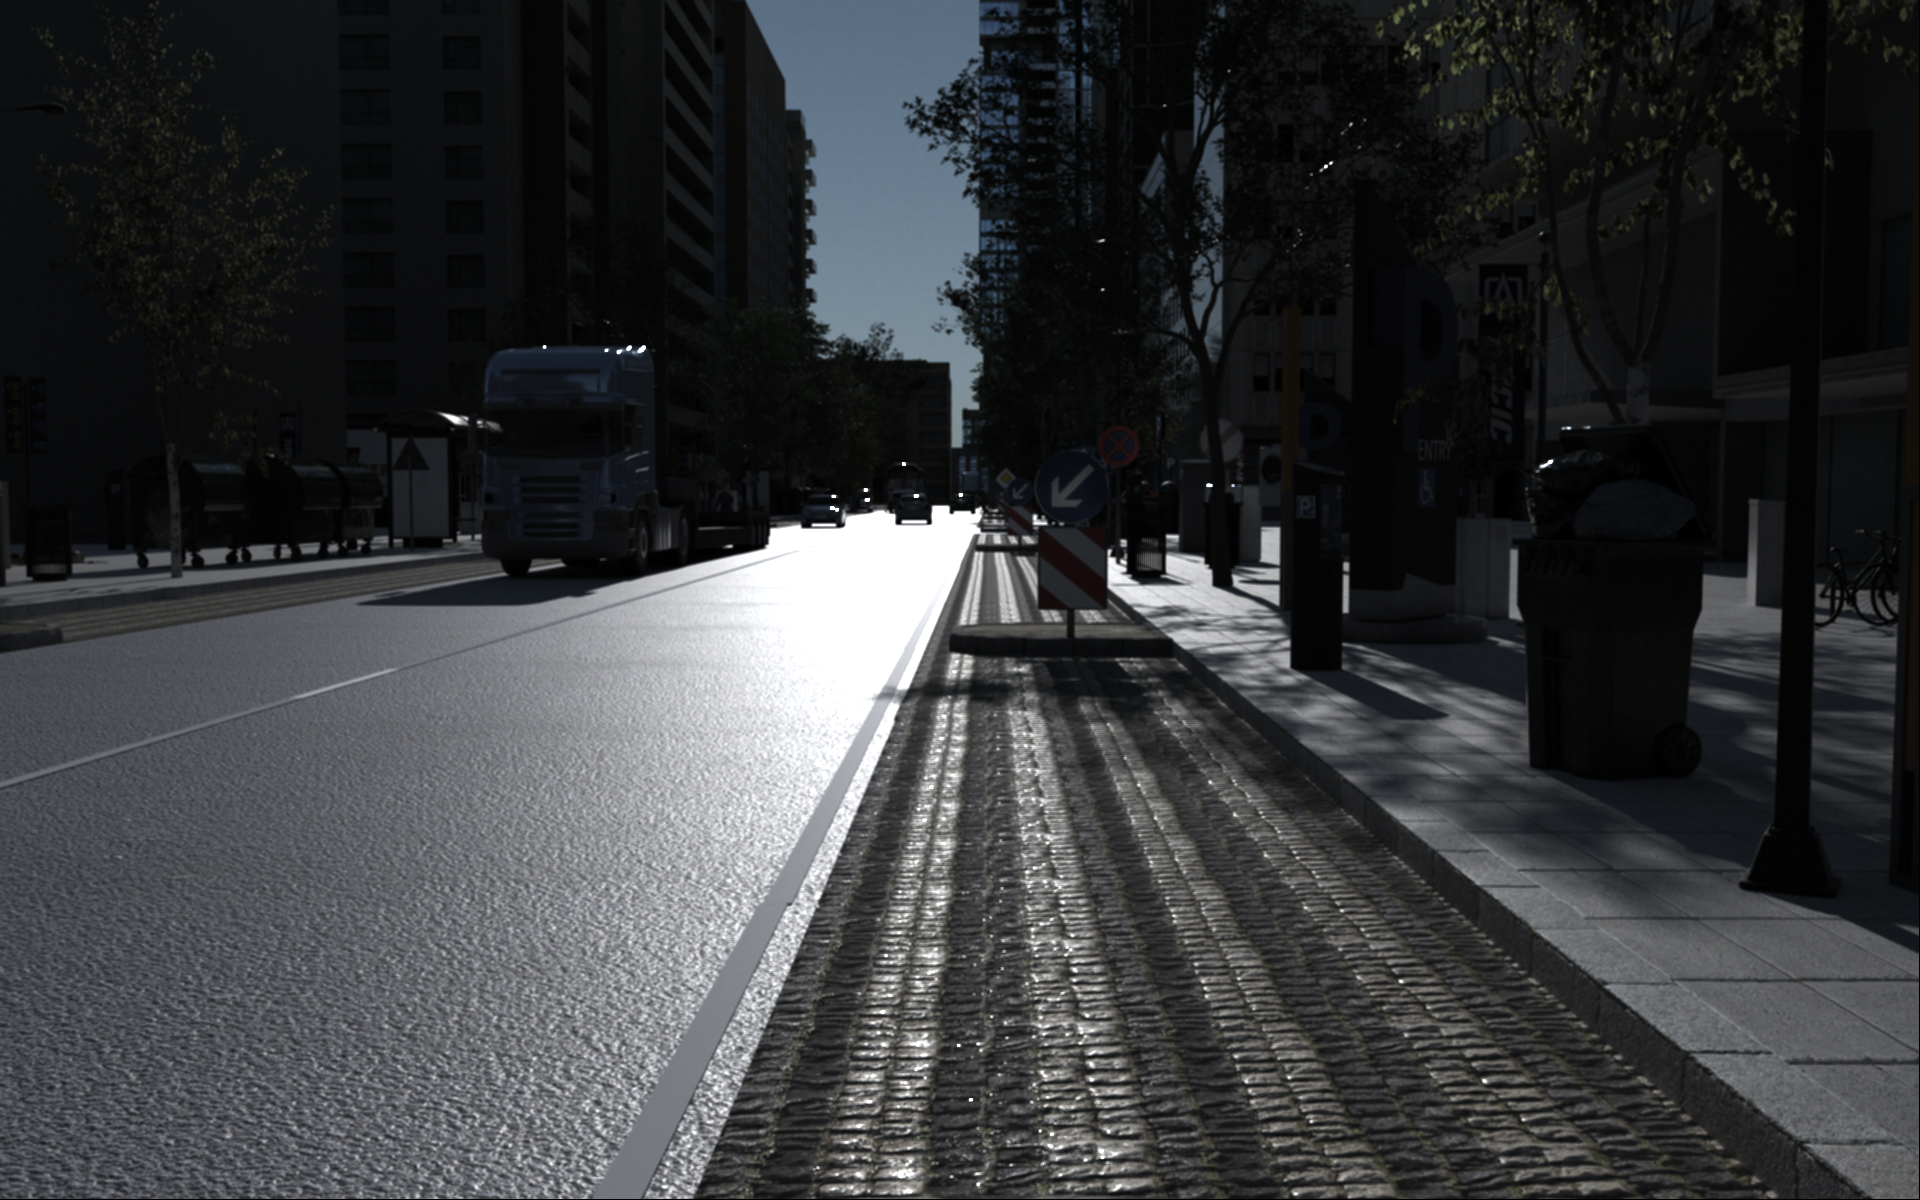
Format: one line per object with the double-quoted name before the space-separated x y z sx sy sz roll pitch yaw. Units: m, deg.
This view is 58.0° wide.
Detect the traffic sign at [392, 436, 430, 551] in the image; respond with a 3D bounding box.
"traffic sign" -12.256 -2.364 38.663 0.884 2.594 0.081 1 4 8

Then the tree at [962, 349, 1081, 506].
"tree" 5.034 -14.122 137.556 9.857 13.997 8.962 0 3 0

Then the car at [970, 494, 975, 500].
"car" 0.982 -10.823 186.749 2.009 1.686 4.222 0 4 3

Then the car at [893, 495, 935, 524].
"car" -2.207 -4.348 83.085 2.014 1.417 4.499 0 4 0

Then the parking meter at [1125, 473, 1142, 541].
"parking meter" 4.708 -2.521 46.934 0.399 1.863 0.255 -2 4 -29

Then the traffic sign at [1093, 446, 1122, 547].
"traffic sign" 3.600 -2.555 41.878 0.768 2.556 0.104 1 4 11

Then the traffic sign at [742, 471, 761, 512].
"traffic sign" -8.900 -4.299 73.933 0.795 2.450 0.064 0 4 1

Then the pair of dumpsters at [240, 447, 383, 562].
"pair of dumpsters" -13.023 -1.965 34.618 1.574 2.255 4.437 0 4 1

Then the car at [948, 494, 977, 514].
"car" 0.169 -6.947 125.380 2.131 1.459 4.920 0 4 2

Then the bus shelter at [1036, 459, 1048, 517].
"bus shelter" 5.190 -6.079 93.310 2.014 3.302 5.546 0 4 1

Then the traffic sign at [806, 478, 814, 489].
"traffic sign" -11.820 -8.312 136.006 0.768 2.556 0.104 0 4 1

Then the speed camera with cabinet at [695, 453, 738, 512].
"speed camera with cabinet" -11.779 -5.452 83.478 2.038 3.252 0.660 -1 4 -14

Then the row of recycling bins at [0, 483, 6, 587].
"row of recycling bins" -14.931 -1.006 23.566 3.534 1.692 1.069 -1 4 -11

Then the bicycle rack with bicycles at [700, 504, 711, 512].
"bicycle rack with bicycles" -16.077 -6.461 119.024 2.925 0.926 2.852 2 4 26

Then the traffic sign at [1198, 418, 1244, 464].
"traffic sign" 4.390 -1.780 29.213 0.768 2.556 0.104 0 4 3

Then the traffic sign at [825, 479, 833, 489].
"traffic sign" -11.308 -9.120 149.225 0.768 2.556 0.104 1 4 9

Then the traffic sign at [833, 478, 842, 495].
"traffic sign" -9.832 -8.508 139.217 0.768 2.556 0.104 0 4 2

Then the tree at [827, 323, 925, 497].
"tree" -8.552 -20.374 188.997 12.611 20.169 13.585 0 3 0

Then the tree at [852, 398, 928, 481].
"tree" -9.130 -18.896 219.319 12.009 13.543 11.850 0 3 0

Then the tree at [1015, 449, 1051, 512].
"tree" 5.623 -8.662 125.342 4.285 4.588 4.351 0 3 0

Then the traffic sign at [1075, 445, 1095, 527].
"traffic sign" 3.273 -2.751 45.092 0.768 2.556 0.104 0 4 6

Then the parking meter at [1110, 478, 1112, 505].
"parking meter" 5.209 -3.425 61.710 0.399 1.863 0.255 0 4 5

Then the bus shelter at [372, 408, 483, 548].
"bus shelter" -12.834 -3.046 43.732 2.014 3.302 5.546 0 4 1

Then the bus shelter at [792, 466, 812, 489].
"bus shelter" -11.839 -8.149 127.157 2.014 3.302 5.546 0 4 1

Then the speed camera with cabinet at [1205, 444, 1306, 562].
"speed camera with cabinet" 5.533 -2.339 32.576 0.660 3.252 2.038 -3 4 -39

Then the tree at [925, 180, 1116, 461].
"tree" 4.515 -15.347 106.813 12.611 20.169 13.585 0 3 0

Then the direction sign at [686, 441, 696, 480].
"direction sign" -11.384 -5.030 74.241 0.379 3.537 0.876 0 4 -3

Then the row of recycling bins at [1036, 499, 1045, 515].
"row of recycling bins" 5.845 -6.360 111.101 1.069 1.692 3.534 -1 4 -20

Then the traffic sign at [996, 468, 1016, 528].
"traffic sign" 1.751 -3.798 65.740 0.795 2.450 0.064 0 4 1

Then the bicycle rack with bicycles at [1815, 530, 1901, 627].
"bicycle rack with bicycles" 9.474 -0.195 16.569 2.925 0.926 2.852 0 4 -3

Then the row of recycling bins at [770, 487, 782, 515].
"row of recycling bins" -12.867 -6.409 111.906 1.069 1.692 3.534 1 4 17

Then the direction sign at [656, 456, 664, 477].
"direction sign" -17.823 -6.833 103.720 0.876 3.537 0.379 -3 5 -44

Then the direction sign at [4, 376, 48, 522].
"direction sign" -18.065 -2.542 33.555 0.379 3.537 0.876 2 4 23

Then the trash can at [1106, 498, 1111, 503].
"trash can" 4.808 -2.930 59.567 0.748 1.137 0.748 0 3 0

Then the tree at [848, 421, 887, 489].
"tree" -9.220 -13.280 167.486 4.360 8.622 3.978 0 3 0

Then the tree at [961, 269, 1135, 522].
"tree" 4.214 -9.440 80.104 9.928 11.665 9.643 0 3 0

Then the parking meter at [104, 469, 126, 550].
"parking meter" -19.360 -2.077 39.665 0.399 1.863 0.255 -2 4 -34

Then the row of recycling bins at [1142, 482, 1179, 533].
"row of recycling bins" 7.225 -3.053 57.029 3.534 1.692 1.069 2 4 33

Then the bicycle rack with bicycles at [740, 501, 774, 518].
"bicycle rack with bicycles" -11.441 -4.959 94.454 2.852 0.926 2.925 -2 4 -34

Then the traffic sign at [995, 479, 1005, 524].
"traffic sign" 1.892 -4.286 73.724 0.795 2.450 0.064 0 4 1

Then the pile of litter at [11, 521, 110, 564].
"pile of litter" -16.800 -1.108 32.080 1.719 0.858 1.176 0 4 4

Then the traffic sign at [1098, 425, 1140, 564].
"traffic sign" 2.922 -1.946 31.928 0.768 2.556 0.104 0 4 5

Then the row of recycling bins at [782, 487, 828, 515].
"row of recycling bins" -10.765 -6.822 118.645 1.069 1.692 3.534 2 4 34

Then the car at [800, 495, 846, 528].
"car" -5.909 -3.864 75.186 2.014 1.417 4.499 0 4 -1

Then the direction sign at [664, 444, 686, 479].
"direction sign" -12.667 -5.248 77.797 0.876 3.537 0.379 0 4 5

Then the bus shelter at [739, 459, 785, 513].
"bus shelter" -11.670 -6.631 102.334 2.014 3.302 5.546 0 4 1

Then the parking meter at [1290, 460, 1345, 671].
"parking meter" 2.620 -0.262 12.699 0.372 1.533 0.369 0 3 0

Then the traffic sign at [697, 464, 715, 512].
"traffic sign" -10.745 -4.477 73.309 0.768 2.556 0.104 0 4 6

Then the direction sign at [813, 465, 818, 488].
"direction sign" -10.435 -8.141 125.099 0.379 3.537 0.876 -2 4 -31

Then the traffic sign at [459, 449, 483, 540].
"traffic sign" -13.519 -2.929 47.995 0.768 2.556 0.104 1 4 10

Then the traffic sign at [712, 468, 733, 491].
"traffic sign" -9.041 -3.811 65.949 0.795 2.450 0.064 0 4 1

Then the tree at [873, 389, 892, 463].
"tree" -10.060 -14.151 157.128 9.928 11.665 9.643 0 3 0

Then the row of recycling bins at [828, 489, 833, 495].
"row of recycling bins" -11.432 -8.463 145.486 1.069 1.692 3.534 1 4 10
